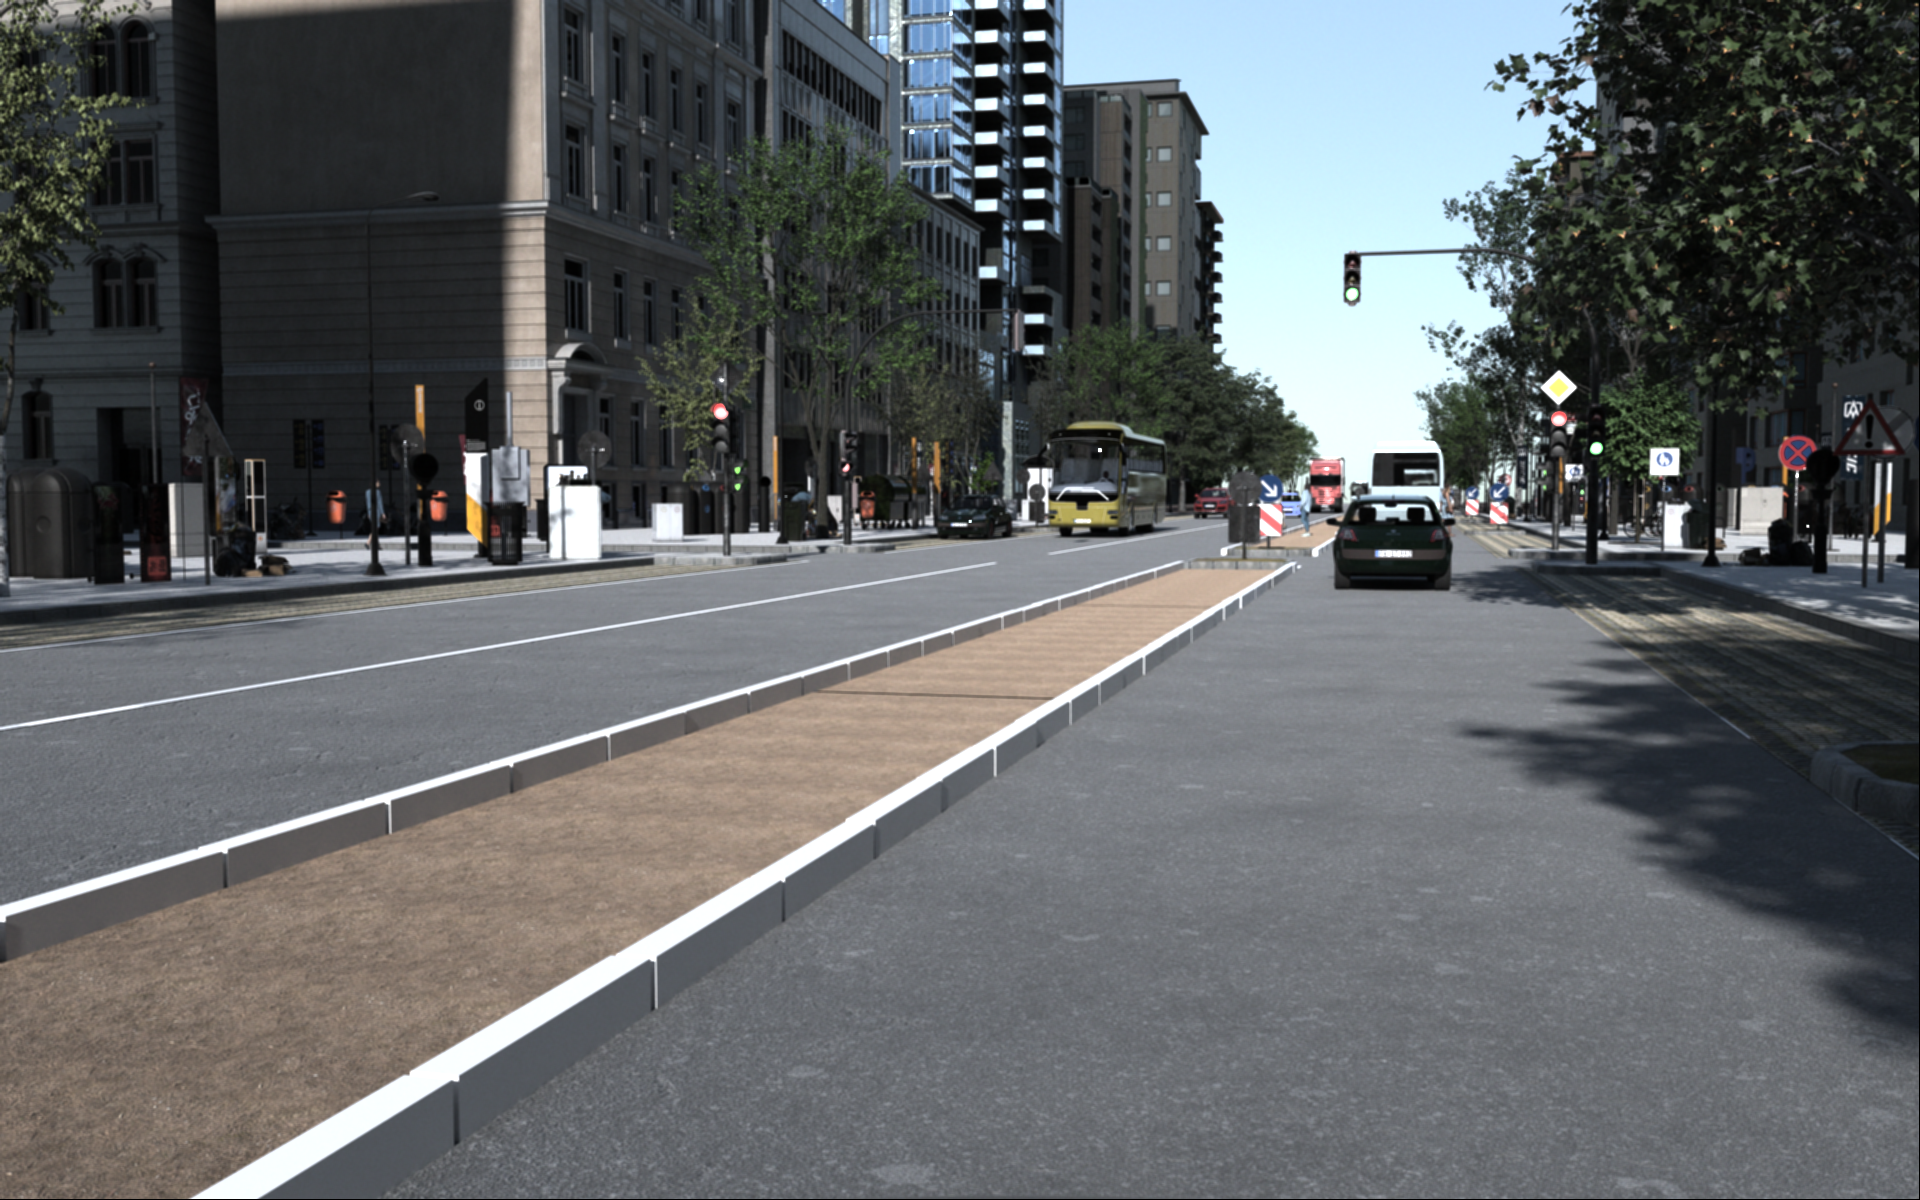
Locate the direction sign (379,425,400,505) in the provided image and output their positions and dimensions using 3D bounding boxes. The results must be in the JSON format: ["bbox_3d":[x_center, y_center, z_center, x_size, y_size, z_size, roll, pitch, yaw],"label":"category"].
[{"bbox_3d":[-18.656,-3.958,56.708,0.876,3.537,0.379,2,4,28],"label":"direction sign"}]

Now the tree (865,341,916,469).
[{"bbox_3d":[-2.521,-8.018,81.459,4.360,8.622,3.978,0,3,0],"label":"tree"}]

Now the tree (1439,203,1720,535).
[{"bbox_3d":[20.191,-7.292,53.631,8.767,10.594,7.601,3,5,39],"label":"tree"}]

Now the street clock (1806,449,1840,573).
[{"bbox_3d":[13.958,-1.437,28.064,0.471,2.002,0.358,1,4,16],"label":"street clock"}]

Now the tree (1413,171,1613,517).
[{"bbox_3d":[32.799,-14.860,98.843,12.611,20.169,13.585,0,3,0],"label":"tree"}]

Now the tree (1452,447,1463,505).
[{"bbox_3d":[61.562,-15.961,211.332,4.360,8.622,3.978,0,3,0],"label":"tree"}]

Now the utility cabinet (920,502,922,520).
[{"bbox_3d":[-2.030,-4.516,84.994,0.306,1.237,1.020,1,4,16],"label":"utility cabinet"}]

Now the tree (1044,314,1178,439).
[{"bbox_3d":[8.910,-10.764,101.753,9.928,11.665,9.643,0,3,0],"label":"tree"}]

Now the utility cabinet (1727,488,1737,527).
[{"bbox_3d":[30.128,-3.613,67.752,0.318,1.500,1.173,0,4,-4],"label":"utility cabinet"}]

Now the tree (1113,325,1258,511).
[{"bbox_3d":[16.639,-13.676,130.265,9.857,13.997,8.962,0,3,0],"label":"tree"}]

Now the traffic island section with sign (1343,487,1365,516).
[{"bbox_3d":[26.166,-6.444,113.500,2.006,1.907,1.989,1,4,14],"label":"traffic island section with sign"}]

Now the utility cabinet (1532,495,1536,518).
[{"bbox_3d":[31.526,-5.116,94.814,0.306,1.237,1.020,2,4,23],"label":"utility cabinet"}]

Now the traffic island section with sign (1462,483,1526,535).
[{"bbox_3d":[18.819,-3.200,60.943,1.989,1.847,2.006,1,4,14],"label":"traffic island section with sign"}]

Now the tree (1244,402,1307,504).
[{"bbox_3d":[37.816,-17.772,208.705,7.486,12.596,7.792,0,3,0],"label":"tree"}]

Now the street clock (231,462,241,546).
[{"bbox_3d":[-15.906,-2.032,37.800,0.358,2.002,0.471,0,4,5],"label":"street clock"}]

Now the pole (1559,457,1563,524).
[{"bbox_3d":[25.738,-4.919,74.273,0.158,3.312,0.155,0,3,0],"label":"pole"}]

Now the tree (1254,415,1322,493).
[{"bbox_3d":[46.032,-19.298,241.278,9.928,11.665,9.643,0,3,0],"label":"tree"}]

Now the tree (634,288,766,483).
[{"bbox_3d":[-8.905,-6.750,60.728,4.737,8.622,4.395,0,3,0],"label":"tree"}]

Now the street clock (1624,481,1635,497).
[{"bbox_3d":[30.312,-4.520,78.468,0.471,2.002,0.358,1,4,18],"label":"street clock"}]

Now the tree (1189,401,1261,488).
[{"bbox_3d":[24.194,-13.774,159.612,7.601,10.594,8.767,-3,5,-43],"label":"tree"}]

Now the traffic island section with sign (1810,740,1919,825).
[{"bbox_3d":[5.091,0.044,7.914,1.989,1.847,2.006,1,4,14],"label":"traffic island section with sign"}]

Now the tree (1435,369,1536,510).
[{"bbox_3d":[43.645,-13.258,142.530,9.928,11.665,9.643,0,3,0],"label":"tree"}]

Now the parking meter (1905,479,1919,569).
[{"bbox_3d":[16.447,-1.303,29.721,0.372,1.533,0.369,0,3,0],"label":"parking meter"}]

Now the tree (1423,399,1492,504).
[{"bbox_3d":[65.121,-19.508,225.605,9.857,13.997,8.962,0,3,0],"label":"tree"}]

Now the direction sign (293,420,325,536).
[{"bbox_3d":[-19.850,-3.723,52.864,0.876,3.537,0.379,-1,4,-14],"label":"direction sign"}]

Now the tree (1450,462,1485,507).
[{"bbox_3d":[51.426,-11.706,175.098,4.285,4.588,4.351,0,3,0],"label":"tree"}]

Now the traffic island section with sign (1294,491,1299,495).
[{"bbox_3d":[42.616,-12.878,219.190,1.989,1.847,2.006,1,4,14],"label":"traffic island section with sign"}]

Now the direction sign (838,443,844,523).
[{"bbox_3d":[-5.199,-5.184,76.756,0.379,3.537,0.876,1,4,21],"label":"direction sign"}]

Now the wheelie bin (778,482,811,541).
[{"bbox_3d":[-4.518,-2.398,47.116,0.980,1.594,0.693,1,4,10],"label":"wheelie bin"}]

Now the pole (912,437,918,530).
[{"bbox_3d":[-1.631,-4.189,62.333,0.158,3.312,0.155,0,3,0],"label":"pole"}]

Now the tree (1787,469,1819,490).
[{"bbox_3d":[32.051,-4.316,65.163,1.663,3.219,1.824,0,3,0],"label":"tree"}]

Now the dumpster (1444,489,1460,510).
[{"bbox_3d":[39.061,-7.970,138.532,1.865,1.857,1.264,1,4,16],"label":"dumpster"}]

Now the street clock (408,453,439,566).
[{"bbox_3d":[-9.518,-1.602,30.771,0.471,2.002,0.358,-3,4,-37],"label":"street clock"}]

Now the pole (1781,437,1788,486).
[{"bbox_3d":[29.295,-4.142,61.564,0.158,3.312,0.155,0,3,0],"label":"pole"}]

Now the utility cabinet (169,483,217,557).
[{"bbox_3d":[-15.682,-1.631,35.351,0.318,1.500,1.173,1,4,20],"label":"utility cabinet"}]

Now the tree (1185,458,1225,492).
[{"bbox_3d":[20.896,-10.027,147.647,4.285,4.588,4.351,0,3,0],"label":"tree"}]

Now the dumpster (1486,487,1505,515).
[{"bbox_3d":[33.418,-6.241,107.794,1.264,1.857,1.865,1,4,14],"label":"dumpster"}]

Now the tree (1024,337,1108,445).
[{"bbox_3d":[4.652,-7.971,80.687,4.360,8.622,3.978,0,3,0],"label":"tree"}]

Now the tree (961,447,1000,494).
[{"bbox_3d":[1.147,-4.614,70.034,1.663,3.219,1.824,0,3,0],"label":"tree"}]

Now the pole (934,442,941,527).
[{"bbox_3d":[-0.922,-4.512,67.622,0.158,3.312,0.155,0,3,0],"label":"pole"}]

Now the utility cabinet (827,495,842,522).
[{"bbox_3d":[-5.712,-4.184,79.573,1.020,1.237,0.306,2,4,27],"label":"utility cabinet"}]

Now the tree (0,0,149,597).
[{"bbox_3d":[-12.155,-4.344,21.387,4.737,8.622,4.395,0,3,0],"label":"tree"}]

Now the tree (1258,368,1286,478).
[{"bbox_3d":[28.088,-16.373,174.359,9.857,13.997,8.962,0,3,0],"label":"tree"}]

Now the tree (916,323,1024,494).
[{"bbox_3d":[0.373,-7.642,75.311,4.360,8.622,3.978,0,3,0],"label":"tree"}]

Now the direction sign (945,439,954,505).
[{"bbox_3d":[-0.437,-4.848,71.263,0.379,3.537,0.876,-1,4,-22],"label":"direction sign"}]

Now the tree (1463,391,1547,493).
[{"bbox_3d":[36.931,-10.133,116.039,4.360,8.622,3.978,0,3,0],"label":"tree"}]

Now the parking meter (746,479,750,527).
[{"bbox_3d":[-8.342,-3.753,67.076,0.399,1.863,0.255,2,4,33],"label":"parking meter"}]

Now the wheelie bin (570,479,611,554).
[{"bbox_3d":[-7.790,-1.732,36.230,0.980,1.594,0.693,-1,4,-10],"label":"wheelie bin"}]

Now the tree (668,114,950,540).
[{"bbox_3d":[-4.049,-7.539,49.022,9.928,11.665,9.643,0,3,0],"label":"tree"}]

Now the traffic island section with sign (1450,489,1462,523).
[{"bbox_3d":[25.598,-4.796,87.035,1.989,1.847,2.006,1,4,14],"label":"traffic island section with sign"}]

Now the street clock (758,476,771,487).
[{"bbox_3d":[-7.967,-4.039,70.605,0.471,2.002,0.358,-2,4,-25],"label":"street clock"}]

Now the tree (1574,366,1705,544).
[{"bbox_3d":[17.545,-3.733,44.741,4.285,4.588,4.351,0,3,0],"label":"tree"}]

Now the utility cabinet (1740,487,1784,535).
[{"bbox_3d":[24.766,-2.742,53.509,1.173,1.500,0.318,2,4,29],"label":"utility cabinet"}]

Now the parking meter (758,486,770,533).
[{"bbox_3d":[-6.524,-3.012,57.663,0.372,1.533,0.369,0,3,0],"label":"parking meter"}]

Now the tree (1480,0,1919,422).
[{"bbox_3d":[9.509,-6.036,15.691,9.611,12.733,9.660,0,3,0],"label":"tree"}]

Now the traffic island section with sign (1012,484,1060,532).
[{"bbox_3d":[2.875,-3.499,65.839,1.989,1.847,2.006,1,4,14],"label":"traffic island section with sign"}]

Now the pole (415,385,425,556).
[{"bbox_3d":[-10.106,-2.364,32.492,0.158,3.312,0.155,0,3,0],"label":"pole"}]

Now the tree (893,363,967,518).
[{"bbox_3d":[-1.493,-8.635,91.552,4.737,8.622,4.395,0,3,0],"label":"tree"}]

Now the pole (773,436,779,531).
[{"bbox_3d":[-6.467,-4.103,60.922,0.158,3.312,0.155,0,3,0],"label":"pole"}]
